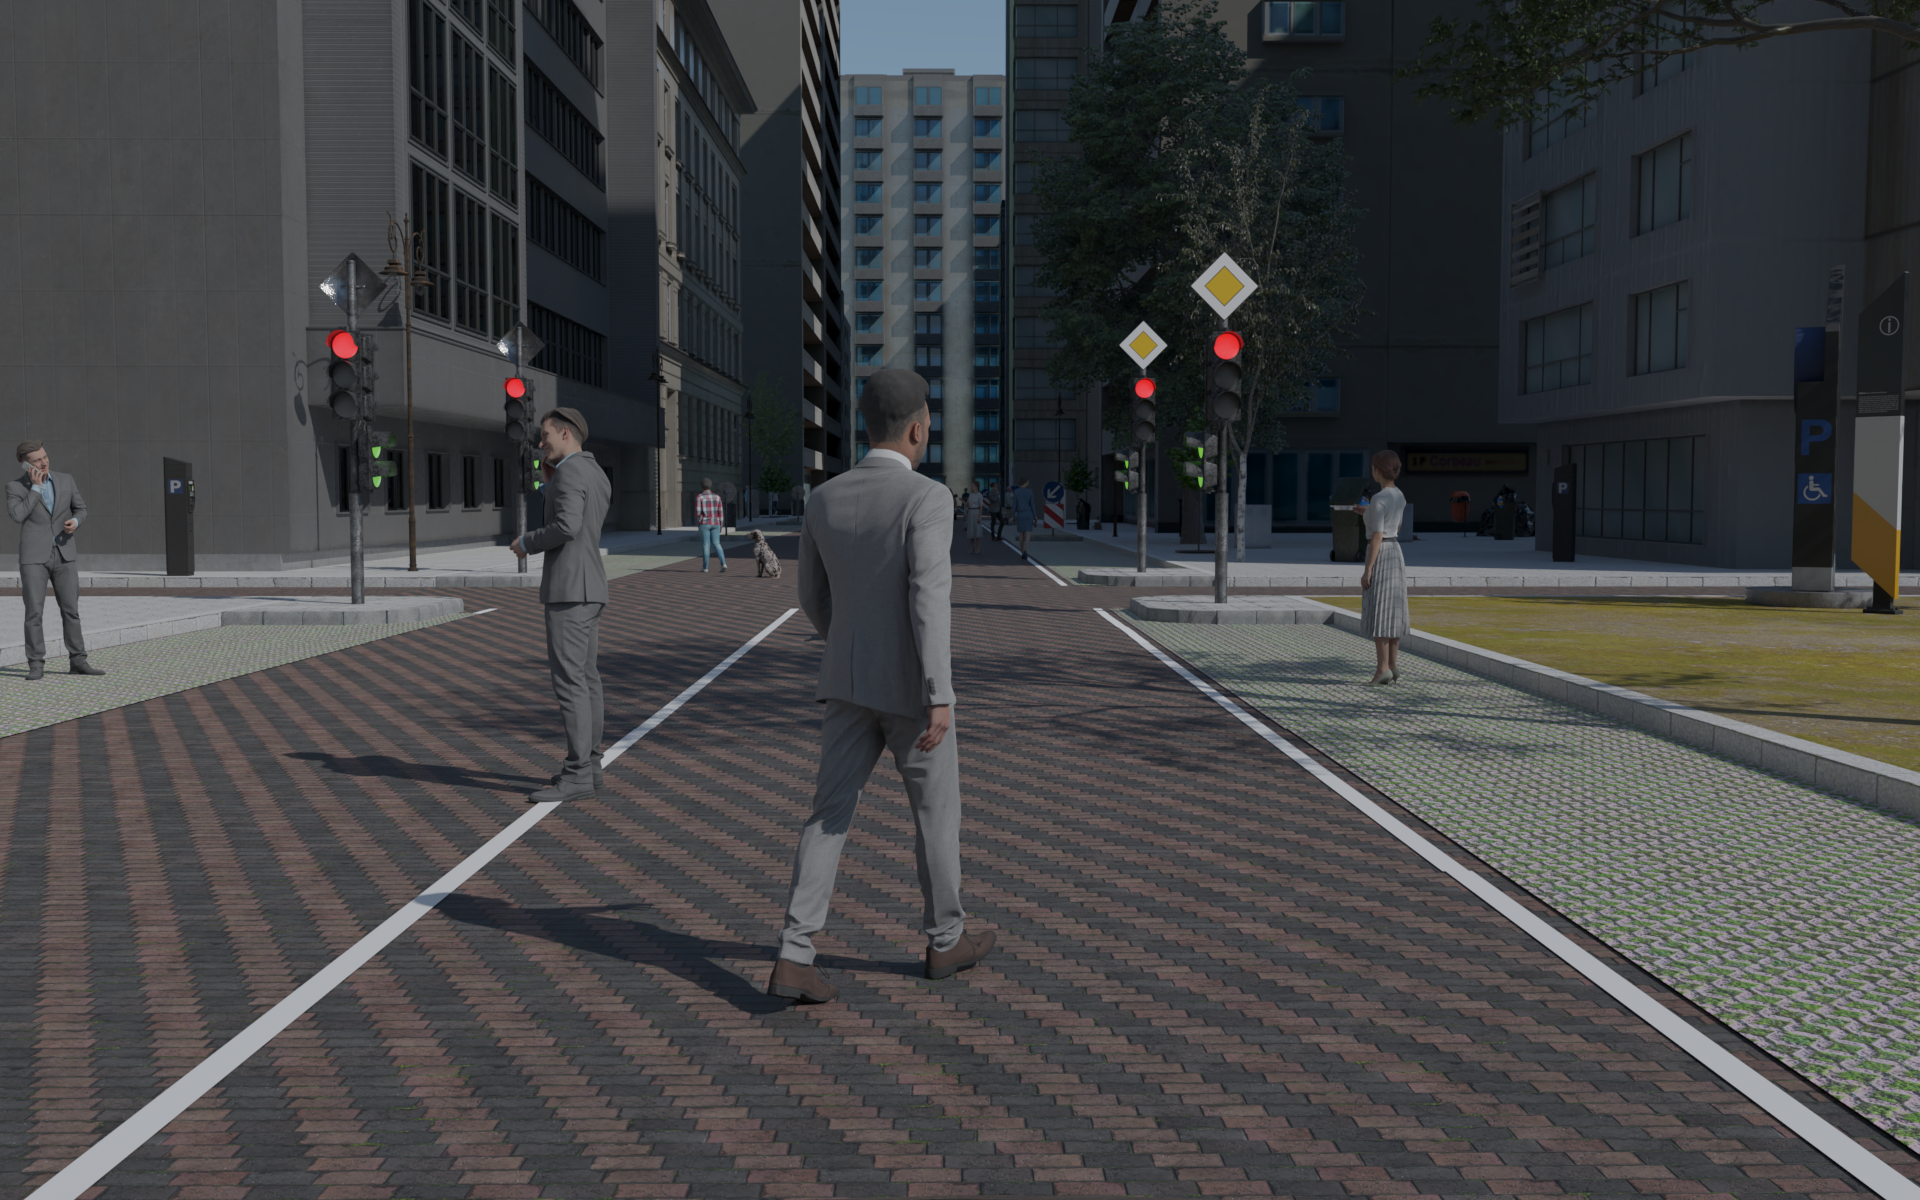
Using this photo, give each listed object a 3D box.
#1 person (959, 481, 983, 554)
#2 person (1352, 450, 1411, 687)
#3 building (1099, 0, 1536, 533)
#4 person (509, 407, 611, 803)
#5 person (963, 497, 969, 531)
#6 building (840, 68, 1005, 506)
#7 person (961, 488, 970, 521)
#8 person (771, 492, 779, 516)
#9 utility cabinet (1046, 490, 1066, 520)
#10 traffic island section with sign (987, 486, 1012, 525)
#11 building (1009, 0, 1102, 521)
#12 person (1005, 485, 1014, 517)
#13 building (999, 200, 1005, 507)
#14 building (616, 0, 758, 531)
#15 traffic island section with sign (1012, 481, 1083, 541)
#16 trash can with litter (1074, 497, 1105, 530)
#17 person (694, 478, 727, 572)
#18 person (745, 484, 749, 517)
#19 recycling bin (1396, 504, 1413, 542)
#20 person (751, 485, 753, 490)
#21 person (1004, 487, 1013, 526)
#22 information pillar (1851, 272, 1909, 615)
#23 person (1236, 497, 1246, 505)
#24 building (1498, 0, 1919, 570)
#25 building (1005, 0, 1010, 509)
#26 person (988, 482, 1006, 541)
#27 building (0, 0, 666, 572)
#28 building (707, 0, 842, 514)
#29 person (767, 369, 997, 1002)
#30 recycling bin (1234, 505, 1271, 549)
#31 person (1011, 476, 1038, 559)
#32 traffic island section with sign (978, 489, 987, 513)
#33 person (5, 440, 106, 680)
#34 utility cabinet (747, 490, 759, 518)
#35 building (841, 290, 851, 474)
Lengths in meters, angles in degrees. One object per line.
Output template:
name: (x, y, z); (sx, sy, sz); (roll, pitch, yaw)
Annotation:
person: (0.286, -1.997, 41.715); (0.480, 1.755, 0.524); (3, 5, 39)
person: (3.081, -0.233, 12.886); (0.524, 1.755, 0.480); (3, 4, 38)
building: (17.013, -27.045, 65.893); (21.300, 48.544, 21.600); (0, 4, -1)
person: (-1.917, 0.002, 8.279); (0.447, 1.846, 0.655); (0, 4, -1)
person: (0.290, -3.325, 67.141); (0.394, 1.301, 0.425); (-2, 4, -26)
building: (-3.603, -35.364, 197.814); (30.456, 49.044, 23.786); (0, 4, -1)
person: (0.362, -5.140, 92.955); (0.576, 1.772, 0.534); (-3, 5, -40)
person: (-11.008, -5.964, 103.394); (0.661, 1.843, 0.795); (-2, 4, -35)
utility cabinet: (4.625, -4.571, 83.422); (0.318, 1.500, 1.173); (-2, 4, -35)
traffic island section with sign: (2.389, -4.367, 80.032); (1.989, 1.847, 2.006); (0, 4, -1)
building: (9.579, -24.968, 91.825); (14.154, 41.232, 14.086); (0, 4, -1)
person: (2.416, -4.495, 81.860); (0.638, 1.841, 0.748); (-3, 5, -42)
building: (10.832, -24.492, 172.141); (14.160, 30.474, 14.107); (0, 4, -1)
building: (-18.099, -14.664, 73.046); (16.112, 22.955, 30.059); (0, 4, -1)
traffic island section with sign: (2.702, -2.710, 52.938); (1.989, 1.847, 2.006); (0, 4, -1)
trash can with litter: (4.659, -3.108, 62.201); (1.055, 1.170, 0.624); (0, 4, -3)
person: (-4.583, -1.368, 31.699); (0.563, 1.720, 0.643); (-2, 4, -34)
person: (-11.900, -5.623, 97.834); (0.748, 1.841, 0.638); (0, 4, -6)
recycling bin: (11.591, -2.061, 46.244); (0.722, 1.027, 0.722); (-2, 4, -26)
person: (-12.134, -5.756, 100.324); (0.661, 1.801, 0.590); (-1, 4, -9)
person: (2.146, -4.189, 77.469); (0.515, 1.767, 0.782); (0, 4, -6)
information pillar: (9.850, -1.663, 18.537); (0.183, 3.616, 0.504); (-3, 4, -37)
person: (7.945, -2.346, 49.080); (0.332, 1.250, 0.352); (2, 4, 31)
building: (19.152, -21.276, 31.463); (14.086, 41.232, 14.154); (0, 4, -1)
building: (14.407, -37.188, 150.027); (21.231, 58.520, 28.212); (0, 4, -1)
person: (1.131, -2.720, 53.146); (0.592, 1.802, 0.473); (-3, 5, -42)
building: (-16.753, -13.682, 42.760); (14.314, 24.678, 30.058); (0, 4, -1)
building: (-20.547, -31.294, 135.356); (21.300, 48.544, 21.600); (0, 4, -1)
person: (-0.232, 0.231, 5.002); (0.678, 1.792, 0.850); (3, 4, 36)
recycling bin: (6.936, -1.742, 41.035); (0.722, 1.027, 0.722); (0, 4, -6)
person: (1.391, -1.805, 38.039); (0.581, 1.822, 0.654); (1, 4, 16)
traffic island section with sign: (1.481, -9.095, 157.337); (1.989, 1.847, 2.006); (0, 4, -1)
person: (-6.999, -0.311, 13.398); (0.447, 1.846, 0.655); (3, 5, 42)
utility cabinet: (-10.988, -5.100, 92.063); (0.318, 1.500, 1.173); (1, 4, 11)
building: (-25.536, -19.574, 165.078); (28.899, 21.520, 27.650); (0, 4, -1)
